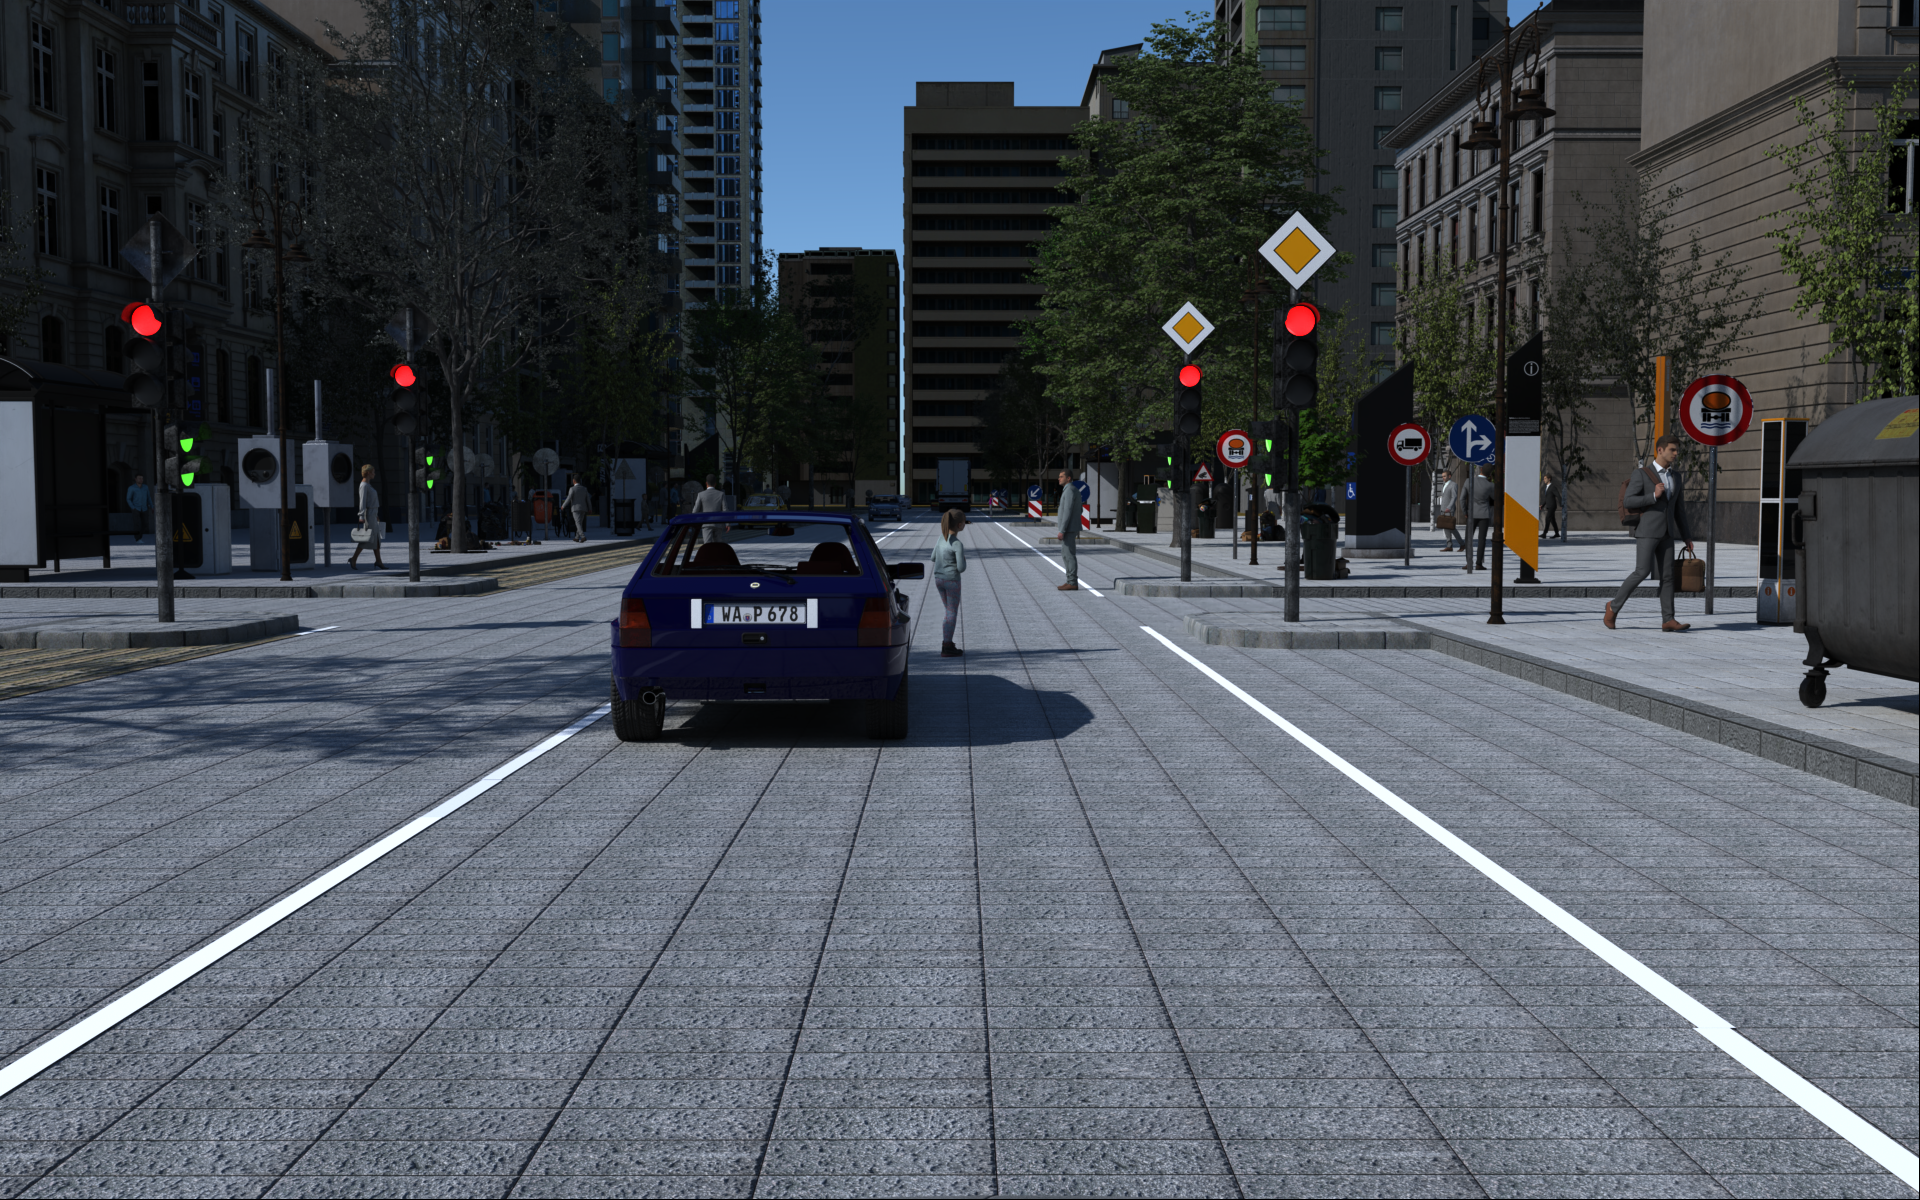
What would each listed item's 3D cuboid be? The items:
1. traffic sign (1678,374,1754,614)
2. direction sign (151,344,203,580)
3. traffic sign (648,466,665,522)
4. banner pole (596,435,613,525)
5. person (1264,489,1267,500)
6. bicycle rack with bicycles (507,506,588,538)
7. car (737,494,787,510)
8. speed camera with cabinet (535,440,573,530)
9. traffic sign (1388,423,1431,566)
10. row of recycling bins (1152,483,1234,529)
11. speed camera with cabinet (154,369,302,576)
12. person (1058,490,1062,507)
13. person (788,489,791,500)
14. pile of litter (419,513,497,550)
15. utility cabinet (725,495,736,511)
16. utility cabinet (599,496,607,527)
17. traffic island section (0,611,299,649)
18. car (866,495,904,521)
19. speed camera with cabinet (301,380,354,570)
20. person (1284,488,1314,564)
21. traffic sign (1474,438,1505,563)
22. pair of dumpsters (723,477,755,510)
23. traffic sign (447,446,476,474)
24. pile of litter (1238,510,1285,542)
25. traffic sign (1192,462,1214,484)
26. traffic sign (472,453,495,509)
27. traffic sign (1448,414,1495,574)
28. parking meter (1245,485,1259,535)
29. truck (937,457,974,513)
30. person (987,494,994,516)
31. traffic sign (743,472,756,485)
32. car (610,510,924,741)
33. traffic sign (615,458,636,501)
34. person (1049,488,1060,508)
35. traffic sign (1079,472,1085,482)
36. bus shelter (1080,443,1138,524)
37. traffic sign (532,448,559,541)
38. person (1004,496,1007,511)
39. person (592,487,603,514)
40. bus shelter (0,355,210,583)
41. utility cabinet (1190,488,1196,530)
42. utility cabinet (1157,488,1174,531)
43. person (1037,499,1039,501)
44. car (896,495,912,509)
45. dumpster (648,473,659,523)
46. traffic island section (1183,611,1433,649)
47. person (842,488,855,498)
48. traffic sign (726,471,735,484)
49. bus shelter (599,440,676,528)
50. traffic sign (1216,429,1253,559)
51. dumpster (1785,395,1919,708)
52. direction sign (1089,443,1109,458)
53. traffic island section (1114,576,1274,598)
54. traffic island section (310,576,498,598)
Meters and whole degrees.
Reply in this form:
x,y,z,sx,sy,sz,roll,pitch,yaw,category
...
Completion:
x,y,z,sx,sy,sz,roll,pitch,yaw,category
8.004,-1.121,18.427,0.768,2.556,0.104,0,4,5,traffic sign
-11.752,-2.082,26.042,0.379,3.537,0.876,2,4,28,direction sign
-13.902,-4.843,79.285,0.768,2.556,0.104,0,4,7,traffic sign
-14.827,-5.052,72.611,0.863,3.779,0.401,-1,4,-22,banner pole
15.999,-5.083,89.251,0.679,1.850,0.850,2,4,31,person
-12.283,-2.334,51.546,2.852,0.926,2.925,0,4,-6,bicycle rack with bicycles
-8.028,-3.706,70.821,2.015,1.641,3.980,0,4,1,car
-14.680,-4.181,62.691,0.660,3.252,2.038,1,4,11,speed camera with cabinet
8.013,-1.888,30.967,0.768,2.556,0.104,0,4,4,traffic sign
8.539,-3.523,64.716,3.534,1.692,1.069,2,4,25,row of recycling bins
-11.590,-2.015,27.279,2.038,3.252,0.660,0,4,3,speed camera with cabinet
10.069,-10.237,174.237,1.217,1.723,0.721,-2,4,-31,person
-15.304,-9.098,154.790,0.705,1.824,1.348,0,4,0,person
-11.591,-1.590,39.965,1.719,0.858,1.176,1,4,18,pile of litter
-11.207,-4.378,82.740,1.020,1.237,0.306,1,4,18,utility cabinet
-14.042,-3.483,68.116,0.306,1.237,1.020,-1,4,-12,utility cabinet
-7.984,0.299,17.393,2.009,0.180,2.903,0,4,0,traffic island section
-3.979,-4.897,92.061,2.014,1.417,4.499,0,4,-2,car
-11.173,-2.147,29.433,0.660,3.252,2.038,1,4,18,speed camera with cabinet
6.216,-1.558,31.691,0.592,1.802,0.473,-3,4,-37,person
9.743,-1.965,32.240,0.768,2.556,0.104,0,4,5,traffic sign
-12.431,-5.748,96.479,1.574,2.255,4.437,0,4,0,pair of dumpsters
-13.098,-2.775,45.483,0.768,2.556,0.104,0,4,2,traffic sign
8.182,-2.034,47.228,1.719,0.858,1.176,-1,4,-17,pile of litter
9.912,-4.319,70.623,0.884,2.594,0.081,1,4,9,traffic sign
-14.793,-3.275,53.645,0.768,2.556,0.104,0,4,4,traffic sign
8.211,-1.695,27.815,0.768,2.556,0.104,0,4,4,traffic sign
8.373,-2.525,49.692,0.372,1.533,0.369,0,3,0,parking meter
-0.379,-9.109,137.844,2.839,4.237,11.283,0,4,1,truck
1.928,-6.066,110.906,0.599,1.433,0.991,-1,4,-18,person
-12.259,-6.153,100.711,0.768,2.556,0.104,0,4,6,traffic sign
-1.200,0.070,11.433,1.945,1.354,3.894,0,4,-2,car
-12.170,-3.840,62.785,0.884,2.594,0.081,1,4,9,traffic sign
8.547,-9.159,155.416,0.705,1.869,1.348,-3,5,-42,person
7.197,-6.063,99.230,0.768,2.556,0.104,0,4,5,traffic sign
6.104,-4.712,70.964,2.014,3.302,5.546,0,4,0,bus shelter
-11.399,-2.909,47.666,0.768,2.556,0.104,0,4,5,traffic sign
3.621,-7.686,134.843,0.721,1.739,1.217,0,4,0,person
-23.266,-6.425,111.104,0.705,1.822,1.348,2,4,32,person
-14.079,-2.055,27.523,2.014,3.302,5.546,0,4,0,bus shelter
7.929,-3.215,61.244,0.318,1.500,1.173,3,4,36,utility cabinet
7.170,-3.092,59.234,1.173,1.500,0.318,1,4,13,utility cabinet
7.672,-10.087,171.785,0.721,1.723,1.217,3,4,37,person
-5.601,-9.328,164.876,2.083,1.381,4.827,0,4,1,car
-14.017,-4.466,75.513,1.502,2.255,1.985,0,4,0,dumpster
3.358,0.297,17.421,2.009,0.180,2.903,0,4,0,traffic island section
-10.525,-9.562,162.462,1.350,1.814,0.705,1,4,20,person
-12.362,-5.771,94.087,0.795,2.593,0.064,0,4,4,traffic sign
-12.517,-4.505,67.586,2.014,3.302,5.546,0,3,0,bus shelter
5.415,-2.074,34.015,0.768,2.556,0.104,0,4,7,traffic sign
5.628,-0.238,9.649,1.264,1.857,1.865,0,3,0,dumpster
6.138,-5.172,76.553,0.876,3.537,0.379,0,4,-6,direction sign
3.335,-0.191,25.406,2.009,0.180,2.903,0,4,0,traffic island section
-8.007,-0.189,25.378,2.009,0.180,2.903,0,4,0,traffic island section
